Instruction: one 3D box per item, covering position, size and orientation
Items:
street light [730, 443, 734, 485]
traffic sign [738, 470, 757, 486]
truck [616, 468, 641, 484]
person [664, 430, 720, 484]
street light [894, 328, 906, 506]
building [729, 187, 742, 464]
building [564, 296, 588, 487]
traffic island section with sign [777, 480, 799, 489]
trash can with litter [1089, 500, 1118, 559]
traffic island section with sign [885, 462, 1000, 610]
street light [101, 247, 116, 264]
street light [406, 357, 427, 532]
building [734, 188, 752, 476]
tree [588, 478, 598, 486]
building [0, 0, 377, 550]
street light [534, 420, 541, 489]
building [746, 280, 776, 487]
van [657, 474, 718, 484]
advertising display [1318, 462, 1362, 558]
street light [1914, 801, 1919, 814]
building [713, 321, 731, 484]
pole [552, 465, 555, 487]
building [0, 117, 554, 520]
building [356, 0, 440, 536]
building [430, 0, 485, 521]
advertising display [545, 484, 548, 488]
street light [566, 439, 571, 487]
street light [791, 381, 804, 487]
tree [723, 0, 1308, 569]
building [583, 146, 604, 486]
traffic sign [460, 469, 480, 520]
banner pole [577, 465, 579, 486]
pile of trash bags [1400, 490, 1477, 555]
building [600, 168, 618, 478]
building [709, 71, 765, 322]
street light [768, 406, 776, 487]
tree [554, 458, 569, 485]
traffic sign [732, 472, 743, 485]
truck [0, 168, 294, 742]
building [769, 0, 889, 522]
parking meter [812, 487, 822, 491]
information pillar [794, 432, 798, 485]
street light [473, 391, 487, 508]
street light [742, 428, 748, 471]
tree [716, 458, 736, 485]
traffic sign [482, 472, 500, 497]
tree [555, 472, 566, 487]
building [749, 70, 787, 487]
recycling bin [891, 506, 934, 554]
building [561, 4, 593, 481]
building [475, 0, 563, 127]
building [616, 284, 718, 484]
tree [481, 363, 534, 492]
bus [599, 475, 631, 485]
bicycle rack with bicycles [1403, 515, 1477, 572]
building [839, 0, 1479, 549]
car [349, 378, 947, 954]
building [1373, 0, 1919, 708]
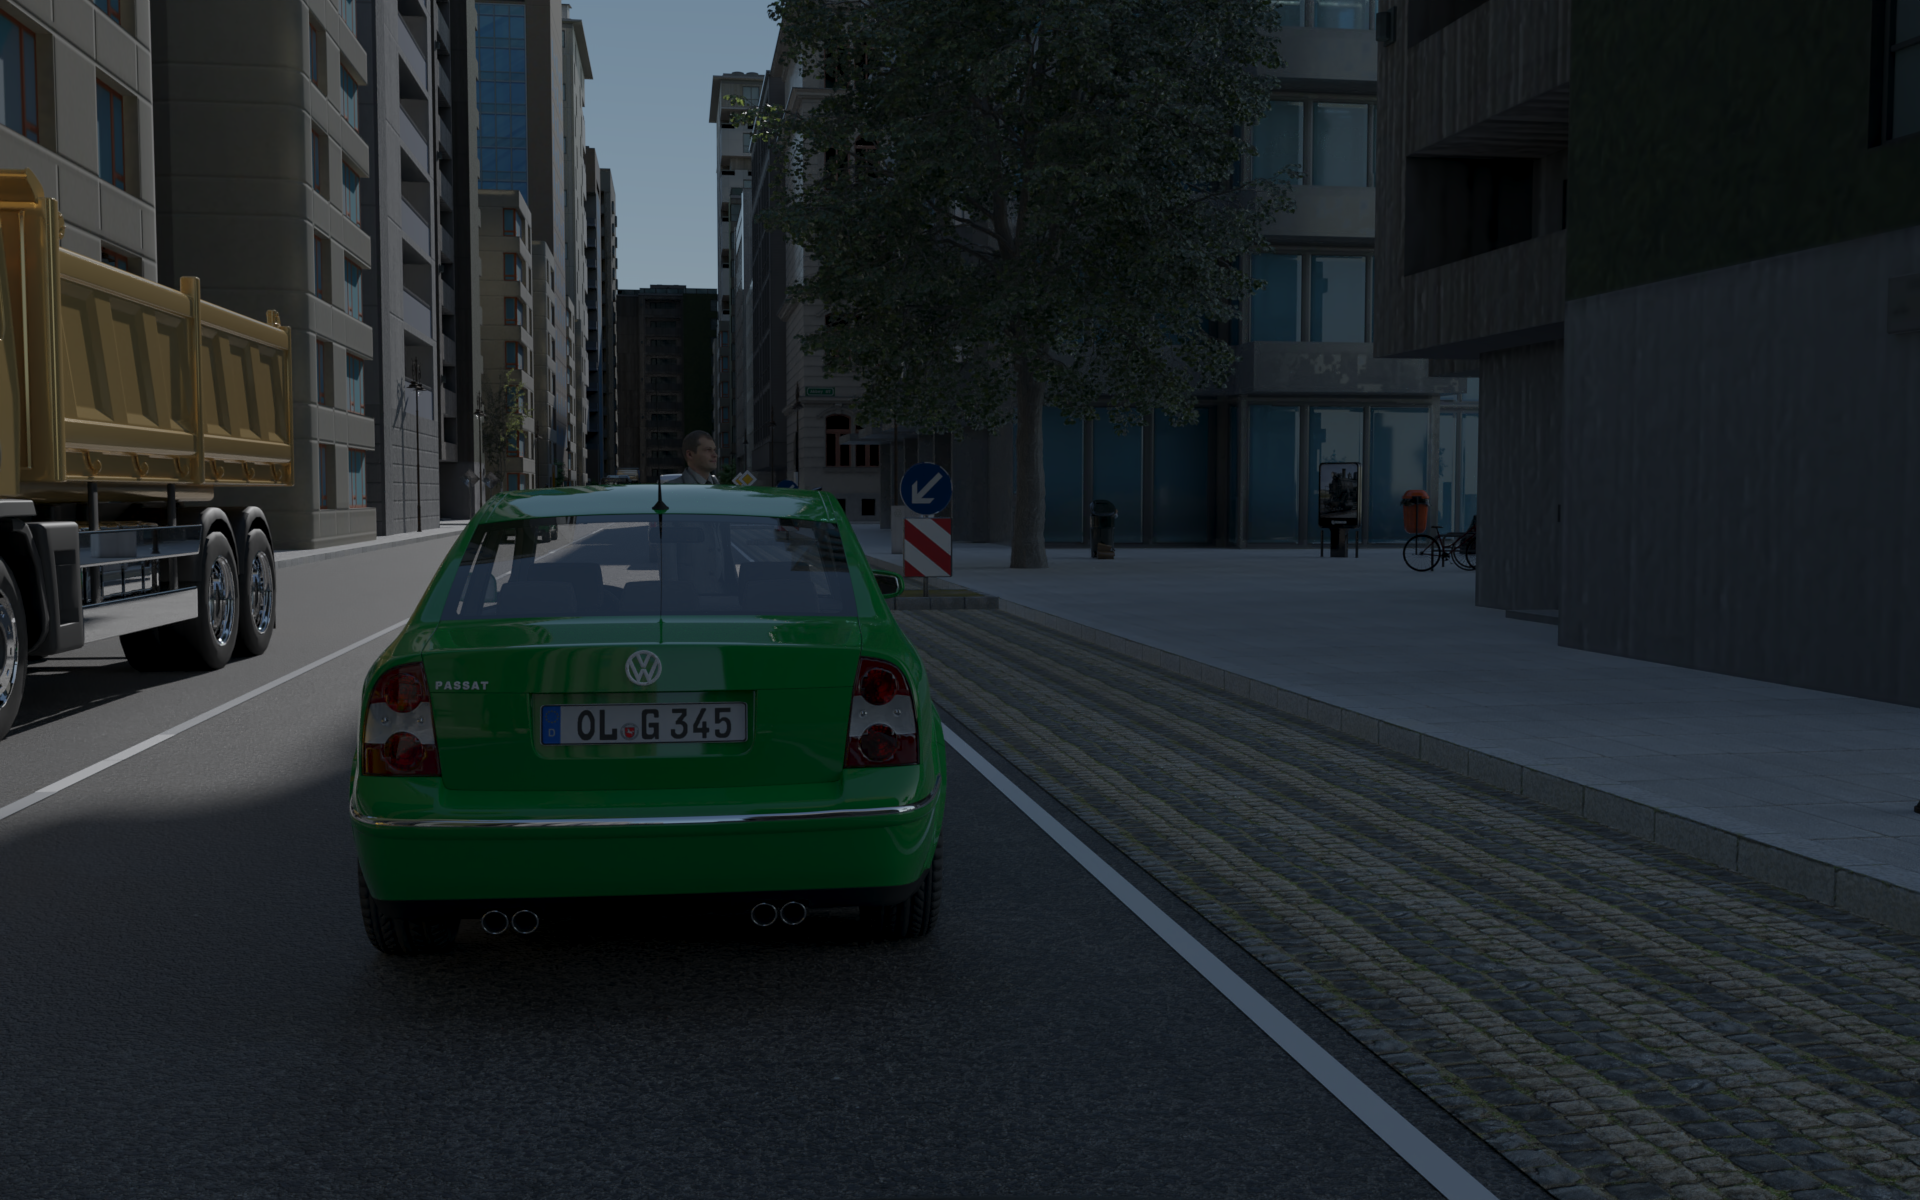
[{"bbox_3d":[-20.122,-11.017,152.915,0.468,5.910,1.993,-1,4,-9],"label":"street light"},{"bbox_3d":[-8.724,-4.130,71.172,0.795,2.450,0.064,-1,4,-9],"label":"traffic sign"},{"bbox_3d":[-35.960,-12.157,187.674,2.839,4.237,11.283,-1,4,-10],"label":"truck"},{"bbox_3d":[-1.551,-0.109,10.376,0.767,1.812,0.694,2,4,29],"label":"person"},{"bbox_3d":[-1.451,-4.064,39.227,0.468,5.910,1.993,-1,4,-9],"label":"street light"},{"bbox_3d":[-15.099,-24.139,166.380,14.160,30.474,14.107,-1,4,-9],"label":"building"},{"bbox_3d":[-50.114,-19.477,163.490,27.650,21.520,28.899,-1,4,-9],"label":"building"},{"bbox_3d":[-5.012,-2.457,48.805,1.989,1.847,2.006,-1,4,-9],"label":"traffic island section with sign"},{"bbox_3d":[2.913,-1.409,34.422,0.624,1.170,1.055,0,4,-5],"label":"trash can with litter"},{"bbox_3d":[-0.641,-0.830,22.205,1.989,1.847,2.006,-1,4,-9],"label":"traffic island section with sign"},{"bbox_3d":[-13.124,-3.314,26.965,0.468,5.910,1.993,-1,4,-9],"label":"street light"},{"bbox_3d":[-18.288,-5.237,58.415,0.468,5.910,1.993,-1,4,-9],"label":"street light"},{"bbox_3d":[-12.373,-19.976,144.637,12.078,24.808,19.932,-1,4,-9],"label":"building"},{"bbox_3d":[-44.556,-13.283,211.780,1.663,3.219,1.824,0,3,0],"label":"tree"},{"bbox_3d":[-27.627,-11.394,31.336,27.650,21.520,28.899,-1,4,-9],"label":"building"},{"bbox_3d":[-26.508,-8.321,108.843,0.468,5.910,1.993,-1,4,-9],"label":"street light"},{"bbox_3d":[-9.994,-16.606,126.261,10.420,20.320,16.860,-1,4,-9],"label":"building"},{"bbox_3d":[-5.903,-1.878,37.718,2.013,2.044,4.112,-1,4,-8],"label":"van"},{"bbox_3d":[7.684,-1.825,35.053,0.123,1.923,0.974,-3,5,-42],"label":"advertising display"},{"bbox_3d":[3.935,-2.079,6.780,0.468,5.910,1.993,-1,4,-9],"label":"street light"},{"bbox_3d":[-12.664,-21.045,189.131,27.650,21.520,28.899,-1,4,-9],"label":"building"},{"bbox_3d":[-28.697,-7.861,122.373,0.158,3.312,0.155,0,3,0],"label":"pole"},{"bbox_3d":[-41.008,-16.251,110.741,27.650,21.520,28.899,-1,4,-9],"label":"building"},{"bbox_3d":[-32.804,-31.509,57.178,28.212,58.520,21.231,-1,4,-9],"label":"building"},{"bbox_3d":[-30.777,-18.997,82.302,14.160,30.474,14.107,-1,4,-9],"label":"building"},{"bbox_3d":[-26.053,-6.358,109.171,0.123,1.923,0.974,-1,4,-18],"label":"advertising display"},{"bbox_3d":[-31.816,-10.274,140.774,0.468,5.910,1.993,-1,4,-9],"label":"street light"},{"bbox_3d":[-6.659,-6.013,71.106,0.468,5.910,1.993,-1,4,-9],"label":"street light"},{"bbox_3d":[1.090,-7.527,29.729,9.857,13.997,8.962,0,3,0],"label":"tree"},{"bbox_3d":[-52.579,-34.726,217.881,14.200,45.320,14.600,-1,4,-9],"label":"building"},{"bbox_3d":[-19.626,-4.022,69.407,0.795,2.450,0.064,-1,4,-9],"label":"traffic sign"},{"bbox_3d":[-32.533,-9.641,147.650,0.401,3.779,0.863,-1,4,-15],"label":"banner pole"},{"bbox_3d":[11.038,-1.636,36.496,3.447,1.369,1.912,0,4,8],"label":"pile of trash bags"},{"bbox_3d":[-59.105,-37.874,242.945,21.600,48.544,21.300,-1,4,-9],"label":"building"},{"bbox_3d":[-16.418,-38.355,216.337,28.713,52.752,27.495,-1,4,-9],"label":"building"},{"bbox_3d":[-9.713,-7.152,89.726,0.468,5.910,1.993,-1,4,-9],"label":"street light"},{"bbox_3d":[-31.618,-9.122,132.864,4.285,4.588,4.351,0,3,0],"label":"tree"},{"bbox_3d":[-10.019,-4.612,79.052,0.795,2.450,0.064,-1,4,-9],"label":"traffic sign"},{"bbox_3d":[-6.944,-0.959,11.602,3.469,3.379,9.791,0,4,-8],"label":"truck"},{"bbox_3d":[2.699,-18.328,87.057,23.554,28.519,14.401,-1,4,-9],"label":"building"},{"bbox_3d":[-5.018,-3.202,60.758,0.372,1.533,0.369,0,3,0],"label":"parking meter"},{"bbox_3d":[-6.175,-4.517,65.200,0.183,3.616,0.504,-1,4,-15],"label":"information pillar"},{"bbox_3d":[-21.431,-6.397,77.378,0.468,5.910,1.993,-1,4,-9],"label":"street light"},{"bbox_3d":[-14.986,-9.075,121.159,0.468,5.910,1.993,-1,4,-9],"label":"street light"},{"bbox_3d":[-20.364,-10.558,156.343,4.285,4.588,4.351,0,3,0],"label":"tree"},{"bbox_3d":[-20.921,-4.504,77.287,0.795,2.450,0.064,-1,4,-9],"label":"traffic sign"},{"bbox_3d":[-30.409,-8.219,128.984,1.663,3.219,1.824,0,3,0],"label":"tree"},{"bbox_3d":[-5.126,-19.085,105.554,14.314,27.812,24.014,-1,4,-9],"label":"building"},{"bbox_3d":[-1.019,-1.509,37.231,0.722,1.027,0.722,1,4,22],"label":"recycling bin"},{"bbox_3d":[-55.167,-36.758,190.230,28.713,52.752,27.495,-1,4,-9],"label":"building"},{"bbox_3d":[-39.494,-29.972,140.151,14.600,45.320,14.200,-1,4,-9],"label":"building"},{"bbox_3d":[-40.781,-28.770,242.088,14.107,30.474,14.160,-1,4,-9],"label":"building"},{"bbox_3d":[-25.810,-8.934,96.438,4.360,8.622,3.978,0,3,0],"label":"tree"},{"bbox_3d":[-32.842,-10.452,165.745,2.948,3.499,13.247,-1,4,-10],"label":"bus"},{"bbox_3d":[9.081,-0.959,29.062,2.925,0.926,2.852,1,4,22],"label":"bicycle rack with bicycles"},{"bbox_3d":[8.828,-26.527,53.322,23.786,49.044,30.456,-1,4,-9],"label":"building"},{"bbox_3d":[-1.132,0.119,6.850,1.959,1.807,4.718,0,4,-7],"label":"car"},{"bbox_3d":[11.632,-14.996,16.893,14.160,30.474,14.107,-1,4,-9],"label":"building"}]
